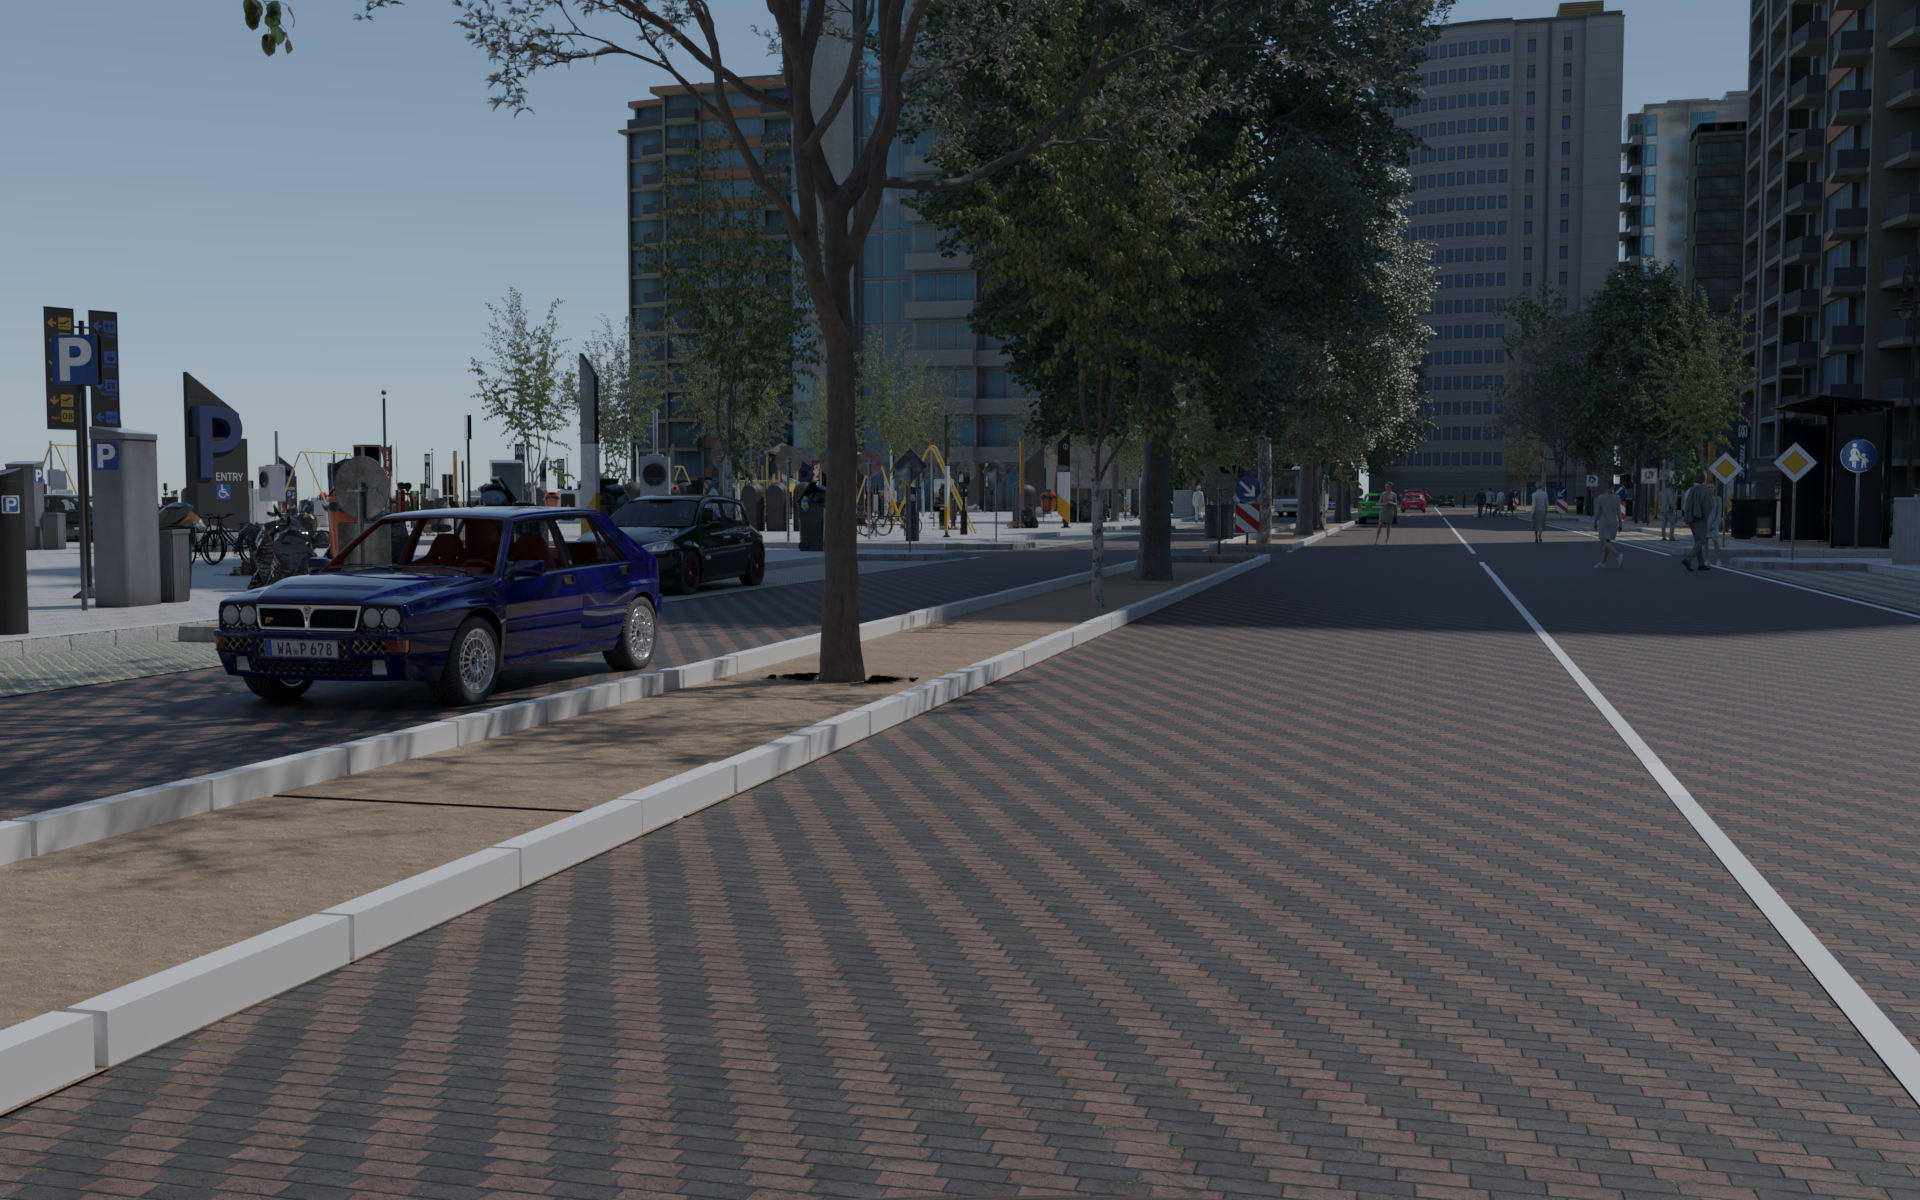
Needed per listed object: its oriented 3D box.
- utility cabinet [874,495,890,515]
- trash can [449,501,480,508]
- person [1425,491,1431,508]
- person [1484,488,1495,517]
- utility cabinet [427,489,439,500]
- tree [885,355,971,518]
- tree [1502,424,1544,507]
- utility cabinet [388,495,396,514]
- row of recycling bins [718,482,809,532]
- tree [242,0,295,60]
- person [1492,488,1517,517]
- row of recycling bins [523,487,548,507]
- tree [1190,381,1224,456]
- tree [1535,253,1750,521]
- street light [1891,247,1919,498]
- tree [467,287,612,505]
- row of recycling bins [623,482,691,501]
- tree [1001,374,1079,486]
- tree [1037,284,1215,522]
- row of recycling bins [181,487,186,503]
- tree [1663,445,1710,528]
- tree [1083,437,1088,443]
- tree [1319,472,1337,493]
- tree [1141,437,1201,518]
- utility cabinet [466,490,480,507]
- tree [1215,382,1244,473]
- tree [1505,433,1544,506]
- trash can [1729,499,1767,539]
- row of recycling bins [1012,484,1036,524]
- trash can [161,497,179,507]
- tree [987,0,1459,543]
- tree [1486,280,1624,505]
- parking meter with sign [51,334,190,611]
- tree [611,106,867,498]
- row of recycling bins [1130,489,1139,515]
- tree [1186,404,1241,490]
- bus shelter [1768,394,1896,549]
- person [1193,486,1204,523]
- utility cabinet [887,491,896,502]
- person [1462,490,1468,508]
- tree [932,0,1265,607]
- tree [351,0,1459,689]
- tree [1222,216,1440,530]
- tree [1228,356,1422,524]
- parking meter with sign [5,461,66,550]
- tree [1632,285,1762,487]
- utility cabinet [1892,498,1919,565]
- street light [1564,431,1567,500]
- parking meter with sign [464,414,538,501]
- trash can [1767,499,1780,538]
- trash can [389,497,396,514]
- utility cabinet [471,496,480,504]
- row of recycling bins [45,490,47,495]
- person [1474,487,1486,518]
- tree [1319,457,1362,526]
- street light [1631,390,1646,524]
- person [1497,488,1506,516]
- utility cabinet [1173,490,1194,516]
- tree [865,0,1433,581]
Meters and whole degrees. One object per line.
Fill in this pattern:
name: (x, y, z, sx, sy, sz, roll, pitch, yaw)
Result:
utility cabinet: (-4.810, -5.867, 107.081, 1.020, 1.237, 0.306, 0, 4, 5)
trash can: (-10.138, -1.473, 35.730, 0.748, 1.137, 0.748, 0, 3, 0)
person: (49.171, -10.623, 182.908, 1.217, 1.743, 0.721, 0, 4, 6)
person: (32.816, -6.060, 107.422, 0.661, 1.843, 0.795, 2, 4, 30)
utility cabinet: (-21.142, -3.723, 69.542, 0.318, 1.500, 1.173, -2, 4, -25)
tree: (-1.265, -8.598, 90.934, 4.360, 8.622, 3.978, 0, 3, 0)
tree: (56.231, -13.610, 172.879, 4.737, 8.622, 4.395, 0, 3, 0)
utility cabinet: (-36.707, -6.169, 112.022, 0.306, 1.237, 1.020, 0, 4, 3)
row of recycling bins: (-6.677, -3.224, 59.818, 3.534, 1.692, 1.069, 1, 4, 11)
tree: (-2.965, -3.170, 4.648, 4.360, 8.622, 3.978, 0, 3, 0)
person: (34.535, -6.182, 109.796, 1.509, 1.804, 0.699, 1, 4, 22)
row of recycling bins: (-24.747, -5.580, 98.342, 3.534, 1.692, 1.069, 2, 4, 34)
tree: (20.061, -12.282, 126.572, 9.928, 11.665, 9.643, 0, 3, 0)
tree: (32.622, -10.146, 82.890, 9.611, 12.733, 9.660, 0, 3, 0)
street light: (17.930, -3.660, 32.621, 0.468, 5.910, 1.993, 1, 4, 15)
tree: (-15.132, -6.771, 61.075, 4.737, 8.622, 4.395, 0, 3, 0)
row of recycling bins: (-10.409, -3.230, 59.924, 1.069, 1.692, 3.534, 2, 4, 32)
tree: (4.309, -9.434, 104.609, 4.360, 8.622, 3.978, 0, 3, 0)
tree: (7.212, -9.934, 80.544, 7.486, 12.596, 7.792, 0, 3, 0)
row of recycling bins: (-44.470, -5.870, 103.090, 3.534, 1.692, 1.069, -1, 4, -17)
tree: (28.204, -4.405, 66.629, 1.663, 3.219, 1.824, 0, 3, 0)
tree: (6.871, -10.037, 114.462, 4.360, 8.622, 3.978, 0, 3, 0)
tree: (22.230, -9.051, 100.797, 4.360, 8.622, 3.978, 0, 3, 0)
tree: (11.309, -6.712, 93.449, 4.285, 4.588, 4.351, 0, 3, 0)
utility cabinet: (-29.666, -5.968, 106.255, 1.173, 1.500, 0.318, -2, 4, -34)
tree: (14.212, -11.396, 104.454, 7.486, 12.596, 7.792, 0, 3, 0)
tree: (58.872, -14.077, 180.527, 4.360, 8.622, 3.978, 0, 3, 0)
trash can: (22.207, -2.292, 49.123, 0.748, 1.137, 0.748, 0, 3, 0)
row of recycling bins: (2.755, -4.146, 74.894, 1.069, 1.692, 3.534, 0, 4, 1)
trash can: (-42.794, -5.010, 93.573, 0.748, 1.137, 0.748, 0, 3, 0)
tree: (7.502, -11.645, 48.735, 12.611, 20.169, 13.585, 0, 3, 0)
tree: (51.882, -18.041, 150.866, 12.611, 20.169, 13.585, 0, 3, 0)
parking meter with sign: (-9.523, -1.440, 19.807, 0.543, 3.016, 1.738, 1, 4, 9)
tree: (-4.337, -5.117, 34.024, 4.737, 8.622, 4.395, 0, 3, 0)
row of recycling bins: (11.402, -6.015, 105.456, 1.069, 1.692, 3.534, 2, 4, 34)
tree: (16.772, -10.089, 115.320, 4.360, 8.622, 3.978, 0, 3, 0)
bus shelter: (21.860, -3.204, 43.676, 1.731, 3.624, 6.357, 1, 4, 15)
person: (11.692, -4.677, 84.846, 0.514, 1.842, 0.818, 0, 4, -8)
utility cabinet: (-4.759, -6.395, 113.236, 1.173, 1.500, 0.318, 1, 4, 9)
person: (50.806, -10.145, 174.387, 0.705, 1.821, 1.348, 3, 4, 36)
tree: (1.711, -4.190, 21.334, 4.737, 8.622, 4.395, 0, 3, 0)
tree: (-0.911, -6.107, 12.676, 12.009, 13.543, 11.850, 0, 3, 0)
tree: (14.184, -9.149, 69.050, 9.611, 12.733, 9.660, 0, 3, 0)
tree: (18.425, -9.507, 83.656, 9.928, 11.665, 9.643, 0, 3, 0)
parking meter with sign: (-21.521, -2.666, 39.853, 1.738, 3.016, 0.543, 0, 4, 4)
tree: (25.800, -6.715, 60.160, 4.737, 8.622, 4.395, 0, 3, 0)
utility cabinet: (17.470, -1.235, 31.349, 1.020, 1.237, 0.306, 2, 4, 27)
street light: (39.511, -8.571, 112.927, 0.468, 5.910, 1.993, 1, 4, 15)
parking meter with sign: (-10.042, -2.579, 38.422, 1.738, 3.016, 0.543, -1, 4, -23)
trash can: (23.581, -2.389, 50.718, 0.748, 1.137, 0.748, 0, 3, 0)
trash can: (-23.551, -3.718, 72.447, 0.748, 1.137, 0.748, 0, 3, 0)
utility cabinet: (-15.016, -2.670, 54.815, 1.020, 1.237, 0.306, -1, 4, -19)
row of recycling bins: (-51.396, -5.298, 93.732, 3.534, 1.692, 1.069, -2, 4, -27)
person: (31.258, -5.854, 103.992, 0.659, 1.850, 0.755, 2, 4, 27)
tree: (16.193, -7.575, 76.665, 4.737, 8.622, 4.395, 0, 3, 0)
street light: (29.434, -6.265, 75.214, 0.468, 5.910, 1.993, 1, 4, 15)
person: (34.966, -6.319, 112.039, 0.641, 1.798, 0.478, -3, 5, -39)
utility cabinet: (12.832, -5.538, 99.224, 1.173, 1.500, 0.318, 3, 5, 39)
tree: (3.214, -7.297, 28.412, 9.857, 13.997, 8.962, 0, 3, 0)
